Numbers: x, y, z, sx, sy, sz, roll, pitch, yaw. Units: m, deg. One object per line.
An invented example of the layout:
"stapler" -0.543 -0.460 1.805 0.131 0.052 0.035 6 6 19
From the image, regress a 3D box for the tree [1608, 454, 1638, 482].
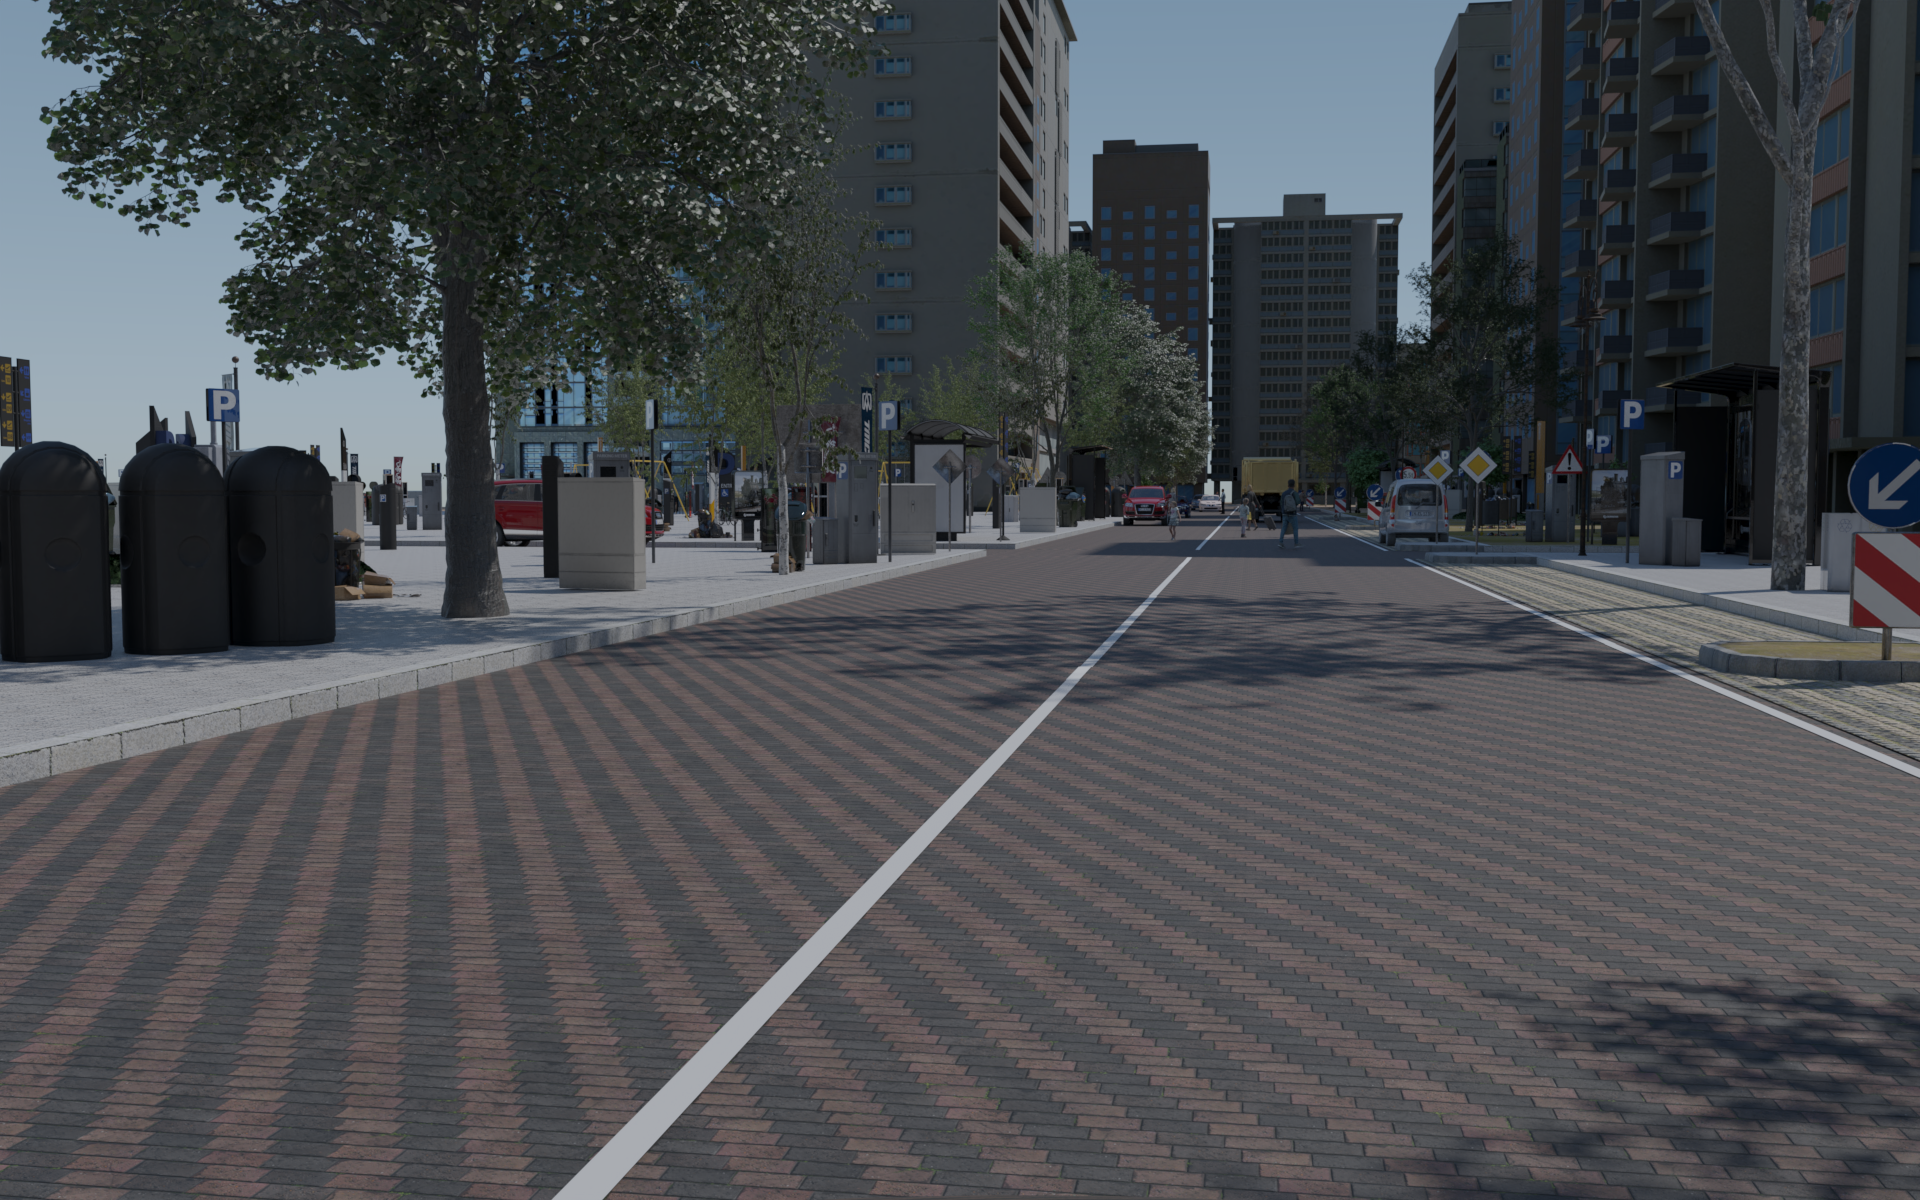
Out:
"tree" 31.545 -5.443 83.596 1.663 3.219 1.824 0 3 0

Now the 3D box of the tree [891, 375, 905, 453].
"tree" -0.858 -9.010 97.668 4.737 8.622 4.395 0 3 0

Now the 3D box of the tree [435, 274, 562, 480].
"tree" -14.239 -6.280 53.038 4.360 8.622 3.978 0 3 0

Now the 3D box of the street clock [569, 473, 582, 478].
"street clock" -12.958 -3.297 58.471 0.358 2.002 0.471 2 4 26

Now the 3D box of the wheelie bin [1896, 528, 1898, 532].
"wheelie bin" 25.651 -2.457 48.088 0.693 1.594 0.980 -1 4 -21

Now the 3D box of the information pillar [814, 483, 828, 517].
"information pillar" -3.807 -2.627 47.444 0.304 2.012 0.304 -2 4 -29

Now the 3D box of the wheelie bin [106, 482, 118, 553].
"wheelie bin" -15.872 -1.453 31.657 0.980 1.594 0.693 1 4 12

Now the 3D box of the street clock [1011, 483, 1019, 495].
"street clock" 3.727 -6.890 117.215 0.471 2.002 0.358 -3 4 -37

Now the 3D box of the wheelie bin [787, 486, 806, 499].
"wheelie bin" -6.355 -3.700 68.395 0.980 1.594 0.693 -1 4 -11

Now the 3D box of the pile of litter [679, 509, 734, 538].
"pile of litter" -7.420 -2.237 50.544 1.719 0.858 1.176 1 4 22

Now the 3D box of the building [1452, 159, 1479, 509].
"building" 50.158 -23.200 151.016 14.160 30.474 14.107 1 4 9

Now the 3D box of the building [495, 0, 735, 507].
"building" -32.860 -53.106 180.952 31.000 86.520 22.319 1 4 9

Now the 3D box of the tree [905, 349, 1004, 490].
"tree" 0.298 -8.412 87.899 4.737 8.622 4.395 0 3 0

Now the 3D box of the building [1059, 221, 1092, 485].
"building" 6.529 -33.091 232.925 23.993 40.220 32.217 1 4 9

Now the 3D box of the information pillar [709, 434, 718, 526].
"information pillar" -9.602 -4.655 67.459 0.183 3.616 0.504 2 4 27

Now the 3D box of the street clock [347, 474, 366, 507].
"street clock" -22.042 -3.576 63.040 0.471 2.002 0.358 1 4 8

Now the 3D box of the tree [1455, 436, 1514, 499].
"tree" 29.451 -6.928 96.993 4.285 4.588 4.351 0 3 0

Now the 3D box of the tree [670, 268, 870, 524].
"tree" -6.104 -6.483 56.358 4.737 8.622 4.395 0 3 0

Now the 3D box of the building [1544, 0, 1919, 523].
"building" 47.369 -27.223 99.715 22.147 44.769 28.867 1 4 9

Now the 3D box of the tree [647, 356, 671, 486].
"tree" -9.035 -6.934 63.735 4.737 8.622 4.395 0 3 0

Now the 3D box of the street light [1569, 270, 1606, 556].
"street light" 12.945 -3.857 35.842 0.468 5.910 1.993 1 4 9

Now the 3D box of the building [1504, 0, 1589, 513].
"building" 46.955 -28.892 122.497 14.600 45.320 14.200 1 4 9

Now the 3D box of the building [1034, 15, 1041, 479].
"building" -0.714 -30.661 151.418 14.600 45.320 14.200 1 4 9

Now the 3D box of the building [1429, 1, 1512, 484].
"building" 57.629 -33.262 167.536 21.300 48.544 21.600 1 4 9

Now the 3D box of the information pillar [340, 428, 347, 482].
"information pillar" -21.786 -4.275 61.250 0.183 3.616 0.504 0 4 -6

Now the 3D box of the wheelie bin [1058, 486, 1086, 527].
"wheelie bin" 4.165 -3.602 66.800 0.980 1.594 0.693 2 4 28

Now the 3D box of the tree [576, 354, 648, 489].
"tree" -13.863 -7.531 73.490 4.737 8.622 4.395 0 3 0

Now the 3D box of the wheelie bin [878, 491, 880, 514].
"wheelie bin" -4.876 -6.291 110.768 0.980 1.594 0.693 2 4 29

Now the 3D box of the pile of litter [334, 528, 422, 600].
"pile of litter" -7.491 -0.450 21.325 1.719 0.858 1.176 -1 4 -17

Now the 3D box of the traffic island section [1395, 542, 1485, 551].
"traffic island section" 12.304 -1.367 44.636 2.009 0.180 2.903 1 4 9

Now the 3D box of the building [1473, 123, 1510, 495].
"building" 49.208 -22.336 136.898 14.160 30.474 14.107 1 4 9

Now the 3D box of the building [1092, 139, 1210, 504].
"building" 24.555 -34.935 221.301 14.200 45.320 14.600 1 4 9

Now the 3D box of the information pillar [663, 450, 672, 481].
"information pillar" -15.401 -6.114 91.321 0.504 3.616 0.183 -3 4 -36

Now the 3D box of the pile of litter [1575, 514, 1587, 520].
"pile of litter" 31.279 -4.412 86.101 1.719 0.858 1.176 -1 4 -15

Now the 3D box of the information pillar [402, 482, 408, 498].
"information pillar" -34.034 -6.216 106.118 0.304 2.012 0.304 -2 4 -34

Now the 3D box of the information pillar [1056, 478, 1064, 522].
"information pillar" 4.591 -4.610 79.873 0.304 2.012 0.304 1 4 15

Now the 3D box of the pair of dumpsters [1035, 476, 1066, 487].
"pair of dumpsters" 4.704 -5.358 90.099 1.574 2.255 4.437 1 4 10

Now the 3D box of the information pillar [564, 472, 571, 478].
"information pillar" -13.347 -3.322 58.810 0.304 2.012 0.304 -1 4 -11

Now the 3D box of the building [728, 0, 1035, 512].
"building" -6.106 -31.215 134.074 21.300 48.544 21.600 1 4 9

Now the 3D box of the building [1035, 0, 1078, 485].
"building" -3.324 -35.823 174.944 27.495 52.752 28.713 1 4 9

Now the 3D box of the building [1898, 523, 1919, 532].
"building" 43.012 -24.758 59.422 28.867 44.769 22.147 1 4 9

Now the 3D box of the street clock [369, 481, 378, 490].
"street clock" -33.389 -5.756 98.681 0.471 2.002 0.358 1 4 21

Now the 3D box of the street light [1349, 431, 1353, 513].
"street light" 26.574 -8.867 117.763 0.468 5.910 1.993 1 4 9

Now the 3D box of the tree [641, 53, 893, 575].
"tree" -2.888 -4.689 27.026 4.360 8.622 3.978 0 3 0

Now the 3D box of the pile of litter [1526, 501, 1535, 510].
"pile of litter" 33.936 -5.407 102.370 1.176 0.858 1.719 0 4 0

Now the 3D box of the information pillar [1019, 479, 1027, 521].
"information pillar" 3.033 -4.819 83.286 0.304 2.012 0.304 3 5 41

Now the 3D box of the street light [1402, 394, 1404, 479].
"street light" 19.903 -6.425 77.839 0.468 5.910 1.993 1 4 9

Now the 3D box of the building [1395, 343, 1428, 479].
"building" 70.536 -22.986 220.868 28.899 21.520 27.650 1 4 9

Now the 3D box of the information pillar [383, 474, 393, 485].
"information pillar" -21.377 -3.687 64.781 0.304 2.012 0.304 -3 4 -39

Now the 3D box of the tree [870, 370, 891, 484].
"tree" -4.855 -9.289 102.241 4.737 8.622 4.395 0 3 0

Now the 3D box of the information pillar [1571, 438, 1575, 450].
"information pillar" 25.437 -4.934 72.022 0.183 3.616 0.504 1 4 10

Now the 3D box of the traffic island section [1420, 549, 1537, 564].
"traffic island section" 10.983 -0.886 36.761 2.009 0.180 2.903 1 4 9

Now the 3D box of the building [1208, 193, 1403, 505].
"building" 44.812 -32.716 226.793 23.993 40.220 32.217 1 4 9
